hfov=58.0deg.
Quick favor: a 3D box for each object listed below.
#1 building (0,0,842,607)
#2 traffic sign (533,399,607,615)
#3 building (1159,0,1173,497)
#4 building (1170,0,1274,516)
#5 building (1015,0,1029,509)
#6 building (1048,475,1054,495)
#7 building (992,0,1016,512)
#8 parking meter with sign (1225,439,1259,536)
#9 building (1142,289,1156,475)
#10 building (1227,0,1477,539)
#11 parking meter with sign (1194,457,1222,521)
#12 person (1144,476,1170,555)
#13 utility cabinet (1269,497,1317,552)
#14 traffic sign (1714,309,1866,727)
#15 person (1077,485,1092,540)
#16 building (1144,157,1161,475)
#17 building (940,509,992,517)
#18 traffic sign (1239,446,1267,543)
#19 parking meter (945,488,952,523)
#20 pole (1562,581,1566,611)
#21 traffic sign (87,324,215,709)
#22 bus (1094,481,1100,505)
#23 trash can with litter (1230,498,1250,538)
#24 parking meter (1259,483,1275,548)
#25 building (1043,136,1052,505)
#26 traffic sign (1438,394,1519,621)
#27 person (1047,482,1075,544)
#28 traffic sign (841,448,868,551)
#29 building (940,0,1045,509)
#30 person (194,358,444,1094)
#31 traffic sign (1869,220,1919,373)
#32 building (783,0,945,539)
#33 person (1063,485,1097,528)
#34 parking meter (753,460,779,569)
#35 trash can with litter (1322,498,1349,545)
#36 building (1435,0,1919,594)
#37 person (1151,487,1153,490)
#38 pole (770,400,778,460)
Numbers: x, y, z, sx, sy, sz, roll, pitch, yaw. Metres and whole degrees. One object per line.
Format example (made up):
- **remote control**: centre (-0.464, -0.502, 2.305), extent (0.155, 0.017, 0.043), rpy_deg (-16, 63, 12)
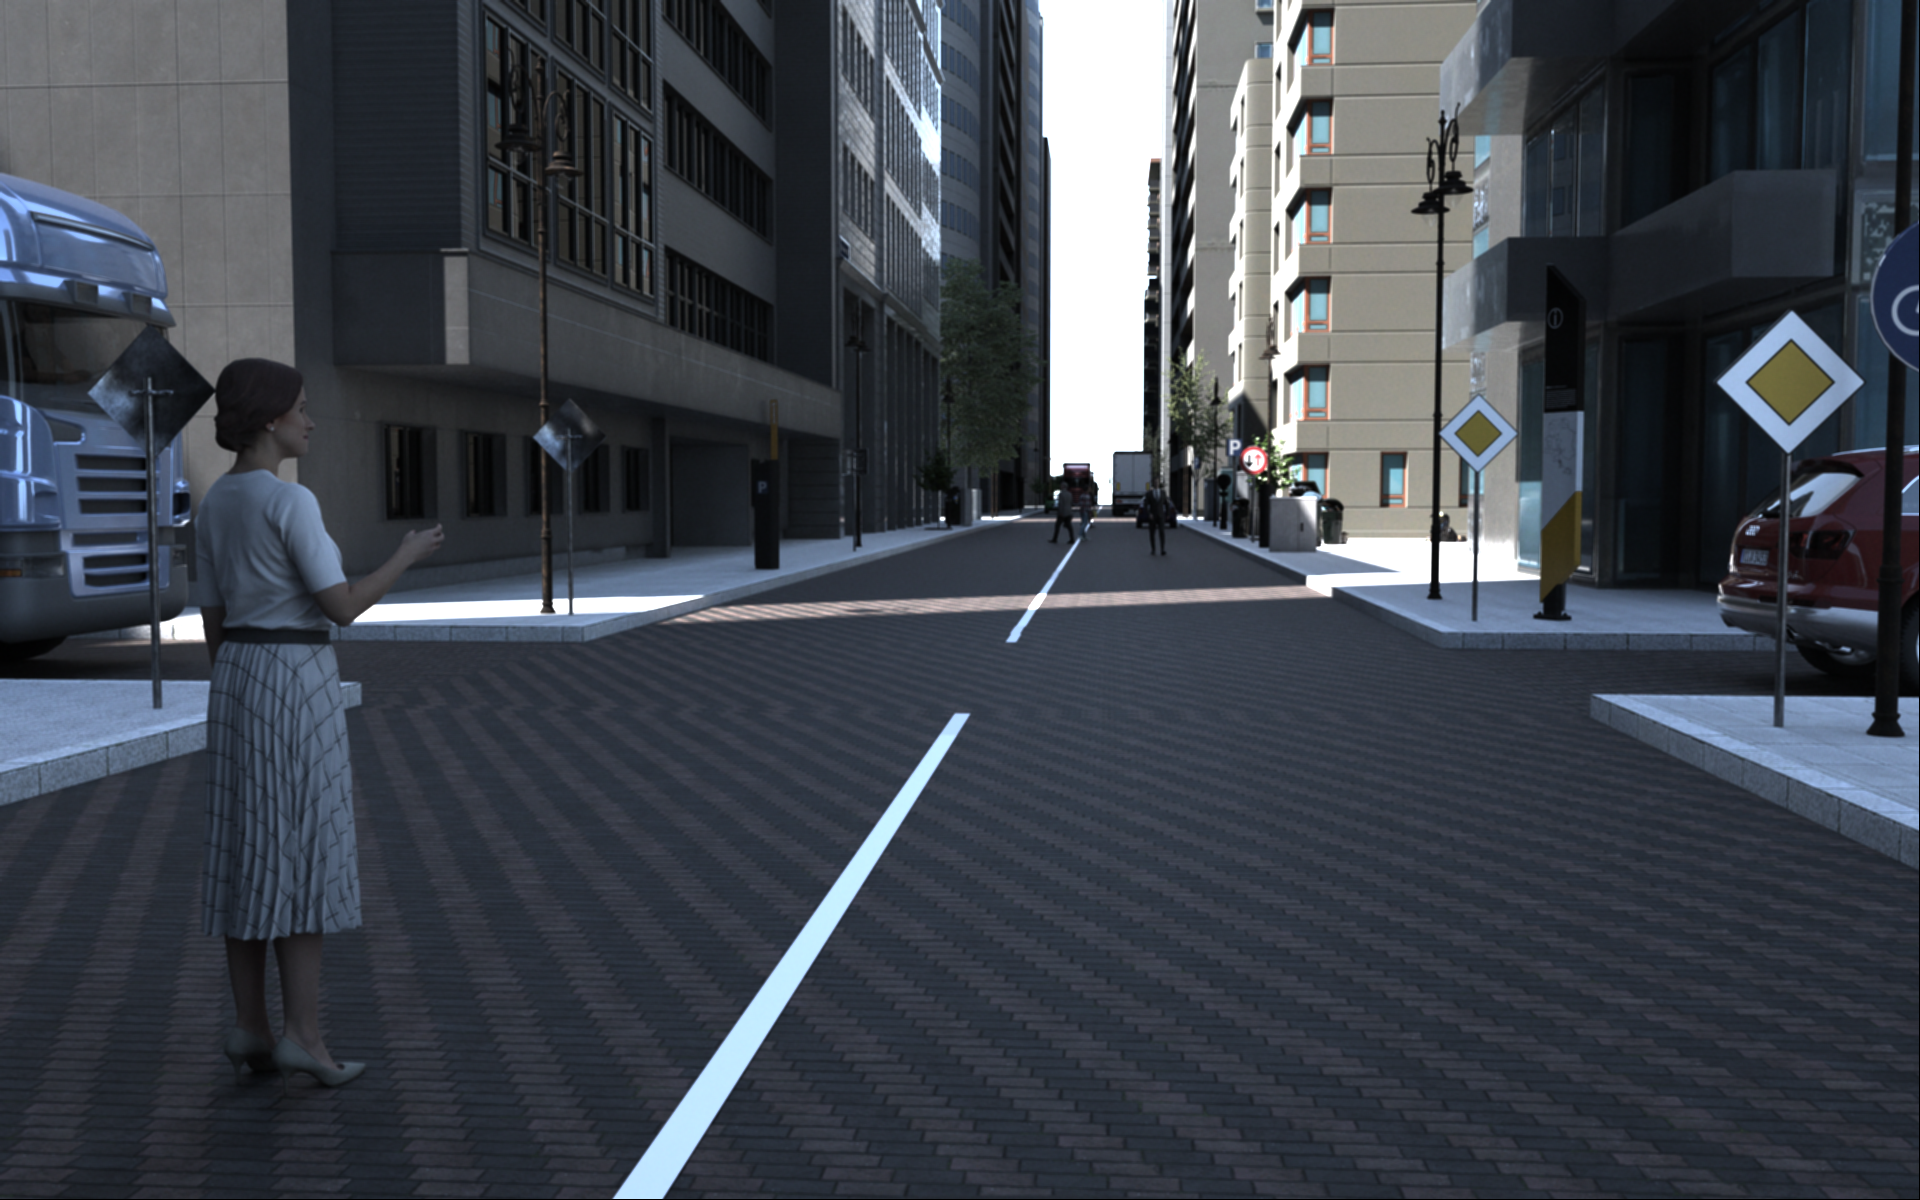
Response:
- **building**: centre (-11.613, -13.150, 34.065), extent (14.314, 24.678, 30.058), rpy_deg (0, 4, 5)
- **traffic sign**: centre (-4.112, -0.894, 18.259), extent (0.795, 2.450, 0.064), rpy_deg (0, 4, 5)
- **building**: centre (32.734, -39.749, 191.896), extent (21.231, 58.520, 28.212), rpy_deg (0, 4, 5)
- **building**: centre (26.632, -30.789, 127.100), extent (21.300, 48.544, 21.600), rpy_deg (0, 4, 5)
- **building**: centre (-1.244, -30.610, 150.583), extent (14.600, 45.320, 14.200), rpy_deg (0, 4, 5)
- **building**: centre (2.229, -48.399, 229.571), extent (20.563, 71.187, 20.611), rpy_deg (0, 4, 5)
- **building**: centre (-6.984, -31.112, 132.389), extent (21.300, 48.544, 21.600), rpy_deg (0, 4, 5)
- **parking meter with sign**: centre (8.946, -3.528, 53.949), extent (0.543, 3.016, 1.738), rpy_deg (-1, 4, -21)
- **building**: centre (32.648, -28.821, 242.916), extent (14.160, 30.474, 14.107), rpy_deg (0, 4, 5)
- **building**: centre (24.667, -13.294, 62.391), extent (27.650, 21.520, 28.899), rpy_deg (0, 4, 5)
- **parking meter with sign**: centre (12.007, -5.265, 82.341), extent (1.738, 3.016, 0.543), rpy_deg (-1, 4, -21)
- **person**: centre (4.668, -1.993, 40.856), extent (0.659, 1.850, 0.755), rpy_deg (0, 4, -3)
- **utility cabinet**: centre (7.377, -1.665, 38.378), extent (1.020, 1.237, 0.306), rpy_deg (0, 4, 8)
- **traffic sign**: centre (4.508, -0.357, 9.481), extent (0.795, 2.450, 0.064), rpy_deg (0, 4, 5)
- **person**: centre (3.853, -2.713, 53.689), extent (0.643, 1.720, 0.563), rpy_deg (-2, 4, -24)
- **building**: centre (34.797, -34.627, 220.768), extent (22.147, 44.769, 28.867), rpy_deg (0, 4, 5)
- **building**: centre (-9.372, -34.577, 107.338), extent (21.231, 58.520, 28.212), rpy_deg (0, 4, 5)
- **traffic sign**: centre (7.757, -2.794, 45.781), extent (0.768, 2.556, 0.104), rpy_deg (1, 4, 14)
- **parking meter**: centre (-0.481, -4.132, 75.977), extent (0.372, 1.533, 0.369), rpy_deg (0, 3, 0)
- **pole**: centre (6.592, -1.539, 19.009), extent (0.158, 3.312, 0.155), rpy_deg (0, 3, 0)
- **traffic sign**: centre (-4.800, -0.407, 10.303), extent (0.795, 2.450, 0.064), rpy_deg (0, 4, 5)
- **bus**: centre (17.816, -14.915, 238.712), extent (2.948, 3.499, 13.247), rpy_deg (0, 4, 5)
- **trash can with litter**: centre (8.153, -2.415, 50.876), extent (0.624, 1.170, 1.055), rpy_deg (0, 4, -1)
- **parking meter**: centre (7.378, -2.029, 41.587), extent (0.372, 1.533, 0.369), rpy_deg (0, 3, 0)
- **building**: centre (4.092, -34.413, 212.762), extent (14.600, 45.320, 14.200), rpy_deg (0, 4, 5)
- **traffic sign**: centre (5.196, -0.844, 17.436), extent (0.795, 2.450, 0.064), rpy_deg (0, 4, 5)
- **person**: centre (2.965, -2.537, 50.371), extent (0.834, 1.777, 0.661), rpy_deg (2, 4, 34)
- **traffic sign**: centre (-2.357, -2.237, 38.703), extent (0.606, 2.300, 0.079), rpy_deg (1, 4, 10)
- **building**: centre (-1.819, -39.732, 191.623), extent (21.231, 58.520, 28.212), rpy_deg (0, 4, 5)
- **person**: centre (-1.592, 0.295, 4.249), extent (0.480, 1.755, 0.524), rpy_deg (2, 4, 30)
- **traffic sign**: centre (4.472, -0.472, 7.817), extent (0.768, 2.556, 0.104), rpy_deg (1, 4, 9)
- **building**: centre (-7.515, -17.495, 63.543), extent (11.434, 29.767, 29.804), rpy_deg (0, 4, 5)
- **person**: centre (5.117, -3.980, 73.790), extent (1.509, 1.804, 0.699), rpy_deg (-1, 4, -8)
- **parking meter**: centre (-3.310, -1.460, 29.581), extent (0.399, 1.863, 0.255), rpy_deg (2, 4, 28)
- **trash can with litter**: centre (9.495, -1.997, 44.032), extent (0.624, 1.170, 1.055), rpy_deg (2, 4, 30)
- **building**: centre (22.897, -24.816, 25.351), extent (30.456, 49.044, 23.786), rpy_deg (0, 4, 5)
- **person**: centre (9.964, -4.924, 89.341), extent (0.374, 1.781, 0.599), rpy_deg (1, 4, 13)
- **pole**: centre (-4.033, -2.678, 37.633), extent (0.158, 3.312, 0.155), rpy_deg (0, 3, 0)
